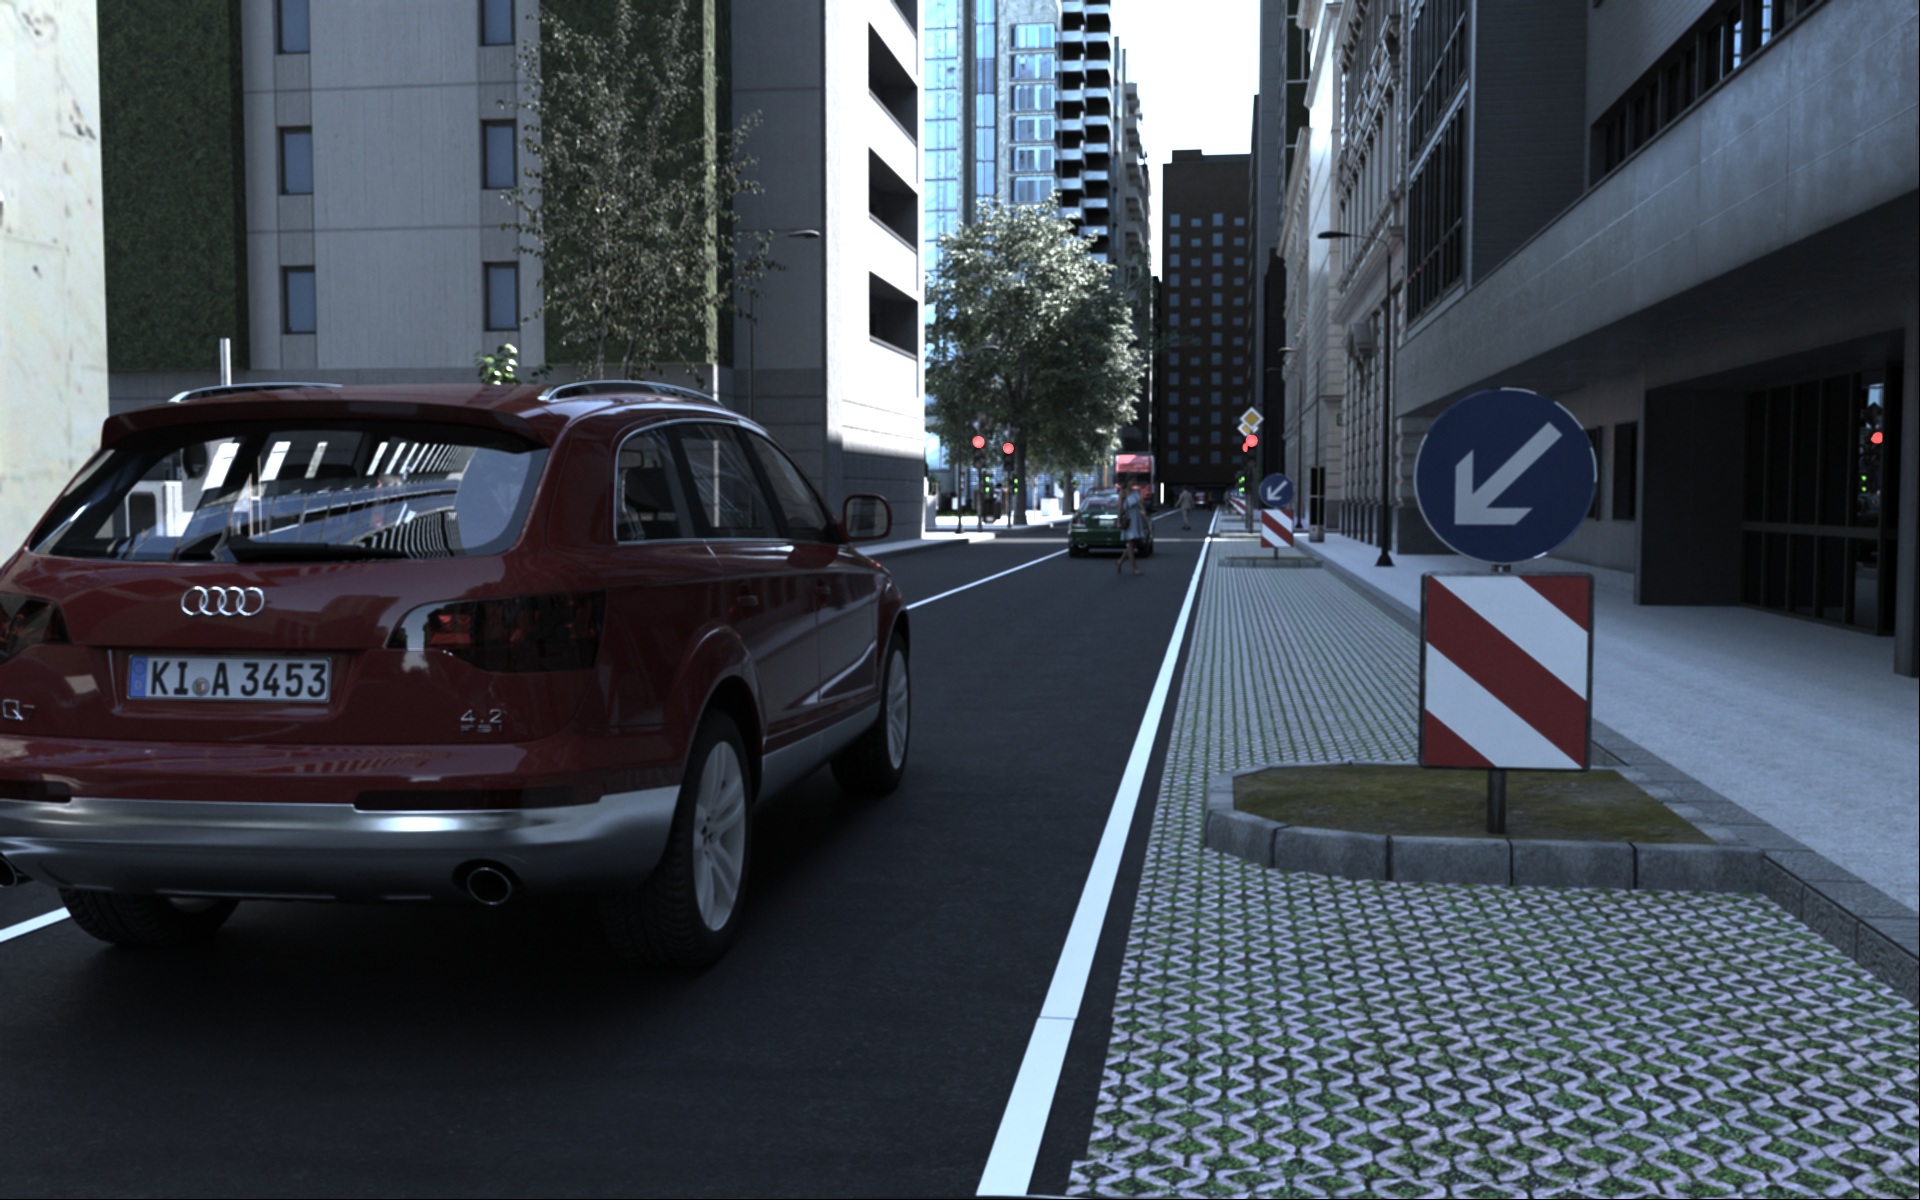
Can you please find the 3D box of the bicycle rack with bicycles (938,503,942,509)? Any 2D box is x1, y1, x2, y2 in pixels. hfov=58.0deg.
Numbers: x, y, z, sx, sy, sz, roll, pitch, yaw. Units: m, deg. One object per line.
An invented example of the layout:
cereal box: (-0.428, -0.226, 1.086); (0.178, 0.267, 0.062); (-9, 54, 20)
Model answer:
bicycle rack with bicycles: (-2.302, -6.817, 124.837); (2.925, 0.926, 2.852); (1, 4, 11)

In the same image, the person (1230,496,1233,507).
person: (29.353, -10.888, 187.239); (1.217, 1.743, 0.721); (3, 4, 38)

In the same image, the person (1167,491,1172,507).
person: (23.131, -11.117, 190.273); (0.705, 1.822, 1.348); (2, 4, 35)

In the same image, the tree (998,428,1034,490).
tree: (4.503, -10.294, 118.671); (4.360, 8.622, 3.978); (0, 3, 0)

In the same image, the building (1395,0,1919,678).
building: (13.595, -12.225, 18.942); (14.314, 24.678, 30.058); (1, 4, 9)

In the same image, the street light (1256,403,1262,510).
street light: (15.816, -7.098, 88.597); (1.470, 5.913, 1.316); (1, 4, 9)

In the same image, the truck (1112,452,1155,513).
truck: (11.922, -7.884, 117.818); (2.839, 4.237, 11.283); (0, 4, 7)

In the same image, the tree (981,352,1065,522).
tree: (3.263, -7.888, 79.329); (4.737, 8.622, 4.395); (0, 3, 0)

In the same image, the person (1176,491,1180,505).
person: (26.240, -12.241, 209.171); (0.617, 1.759, 0.750); (3, 4, 37)

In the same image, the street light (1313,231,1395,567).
street light: (7.013, -3.557, 30.698); (1.470, 5.913, 1.316); (1, 4, 9)

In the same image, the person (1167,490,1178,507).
person: (22.835, -10.867, 186.196); (1.348, 1.821, 0.705); (2, 4, 33)

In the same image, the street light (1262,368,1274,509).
street light: (12.032, -5.600, 64.104); (1.470, 5.913, 1.316); (1, 4, 9)

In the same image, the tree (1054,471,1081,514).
tree: (6.989, -7.121, 111.027); (1.663, 3.219, 1.824); (0, 3, 0)

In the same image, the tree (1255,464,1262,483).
tree: (25.410, -9.594, 140.568); (4.285, 4.588, 4.351); (0, 3, 0)

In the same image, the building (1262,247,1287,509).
building: (28.990, -18.299, 128.868); (12.332, 23.373, 15.834); (1, 4, 9)

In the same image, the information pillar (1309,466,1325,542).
information pillar: (9.521, -2.549, 46.176); (0.304, 2.012, 0.304); (3, 5, 44)

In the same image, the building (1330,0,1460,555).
building: (15.367, -13.179, 44.355); (11.050, 23.489, 19.941); (1, 4, 9)

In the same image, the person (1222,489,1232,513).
person: (20.158, -7.463, 130.620); (0.850, 1.850, 0.679); (-1, 4, -10)

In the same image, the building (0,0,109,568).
building: (-19.648, -42.063, 0.395); (22.319, 86.520, 31.000); (1, 4, 9)

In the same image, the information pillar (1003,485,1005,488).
information pillar: (3.271, -7.951, 134.492); (0.304, 2.012, 0.304); (3, 5, 45)

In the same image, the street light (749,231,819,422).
street light: (-3.174, -3.563, 30.793); (1.470, 5.913, 1.316); (1, 4, 9)

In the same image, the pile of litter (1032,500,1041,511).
pile of litter: (6.428, -7.360, 134.299); (1.719, 0.858, 1.176); (0, 4, 0)

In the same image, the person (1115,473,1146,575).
person: (2.976, -1.358, 30.790); (0.616, 1.811, 0.778); (-2, 4, -35)

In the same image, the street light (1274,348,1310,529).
street light: (10.853, -5.061, 55.287); (1.470, 5.913, 1.316); (1, 4, 9)

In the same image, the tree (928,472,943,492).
tree: (-2.363, -8.879, 139.774); (1.663, 3.219, 1.824); (0, 3, 0)

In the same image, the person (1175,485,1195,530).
person: (9.026, -3.700, 69.273); (0.678, 1.792, 0.850); (-2, 4, -25)

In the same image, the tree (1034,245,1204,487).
tree: (11.639, -16.836, 131.161); (12.611, 20.169, 13.585); (0, 3, 0)

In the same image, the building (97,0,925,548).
building: (-15.549, -30.856, 46.499); (28.212, 58.520, 21.231); (1, 4, 9)

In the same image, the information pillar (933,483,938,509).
information pillar: (-1.660, -6.812, 115.861); (0.304, 2.012, 0.304); (0, 4, 7)

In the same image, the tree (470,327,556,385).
tree: (-5.333, -1.567, 20.222); (1.663, 3.219, 1.824); (0, 3, 0)

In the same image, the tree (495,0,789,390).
tree: (-4.848, -4.576, 25.183); (4.360, 8.622, 3.978); (0, 3, 0)

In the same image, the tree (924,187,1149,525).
tree: (2.387, -10.090, 71.621); (9.857, 13.997, 8.962); (0, 3, 0)

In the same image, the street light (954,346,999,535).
street light: (0.528, -5.025, 54.697); (1.470, 5.913, 1.316); (1, 4, 9)

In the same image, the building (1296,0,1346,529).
building: (35.746, -17.777, 67.076); (44.131, 29.872, 17.030); (1, 4, 9)

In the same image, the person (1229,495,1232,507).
person: (26.856, -9.906, 170.462); (1.348, 1.824, 0.705); (-3, 4, -39)

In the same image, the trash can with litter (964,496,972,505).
trash can with litter: (0.870, -7.525, 134.414); (1.055, 1.170, 0.624); (-1, 4, -17)

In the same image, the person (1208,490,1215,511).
person: (21.031, -8.348, 145.081); (0.705, 1.812, 1.348); (-1, 4, -13)

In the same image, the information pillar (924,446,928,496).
information pillar: (-1.849, -5.715, 84.799); (0.504, 3.616, 0.183); (3, 5, 39)

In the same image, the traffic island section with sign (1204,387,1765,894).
traffic island section with sign: (2.038, 0.085, 7.241); (1.989, 1.847, 2.006); (1, 4, 9)
